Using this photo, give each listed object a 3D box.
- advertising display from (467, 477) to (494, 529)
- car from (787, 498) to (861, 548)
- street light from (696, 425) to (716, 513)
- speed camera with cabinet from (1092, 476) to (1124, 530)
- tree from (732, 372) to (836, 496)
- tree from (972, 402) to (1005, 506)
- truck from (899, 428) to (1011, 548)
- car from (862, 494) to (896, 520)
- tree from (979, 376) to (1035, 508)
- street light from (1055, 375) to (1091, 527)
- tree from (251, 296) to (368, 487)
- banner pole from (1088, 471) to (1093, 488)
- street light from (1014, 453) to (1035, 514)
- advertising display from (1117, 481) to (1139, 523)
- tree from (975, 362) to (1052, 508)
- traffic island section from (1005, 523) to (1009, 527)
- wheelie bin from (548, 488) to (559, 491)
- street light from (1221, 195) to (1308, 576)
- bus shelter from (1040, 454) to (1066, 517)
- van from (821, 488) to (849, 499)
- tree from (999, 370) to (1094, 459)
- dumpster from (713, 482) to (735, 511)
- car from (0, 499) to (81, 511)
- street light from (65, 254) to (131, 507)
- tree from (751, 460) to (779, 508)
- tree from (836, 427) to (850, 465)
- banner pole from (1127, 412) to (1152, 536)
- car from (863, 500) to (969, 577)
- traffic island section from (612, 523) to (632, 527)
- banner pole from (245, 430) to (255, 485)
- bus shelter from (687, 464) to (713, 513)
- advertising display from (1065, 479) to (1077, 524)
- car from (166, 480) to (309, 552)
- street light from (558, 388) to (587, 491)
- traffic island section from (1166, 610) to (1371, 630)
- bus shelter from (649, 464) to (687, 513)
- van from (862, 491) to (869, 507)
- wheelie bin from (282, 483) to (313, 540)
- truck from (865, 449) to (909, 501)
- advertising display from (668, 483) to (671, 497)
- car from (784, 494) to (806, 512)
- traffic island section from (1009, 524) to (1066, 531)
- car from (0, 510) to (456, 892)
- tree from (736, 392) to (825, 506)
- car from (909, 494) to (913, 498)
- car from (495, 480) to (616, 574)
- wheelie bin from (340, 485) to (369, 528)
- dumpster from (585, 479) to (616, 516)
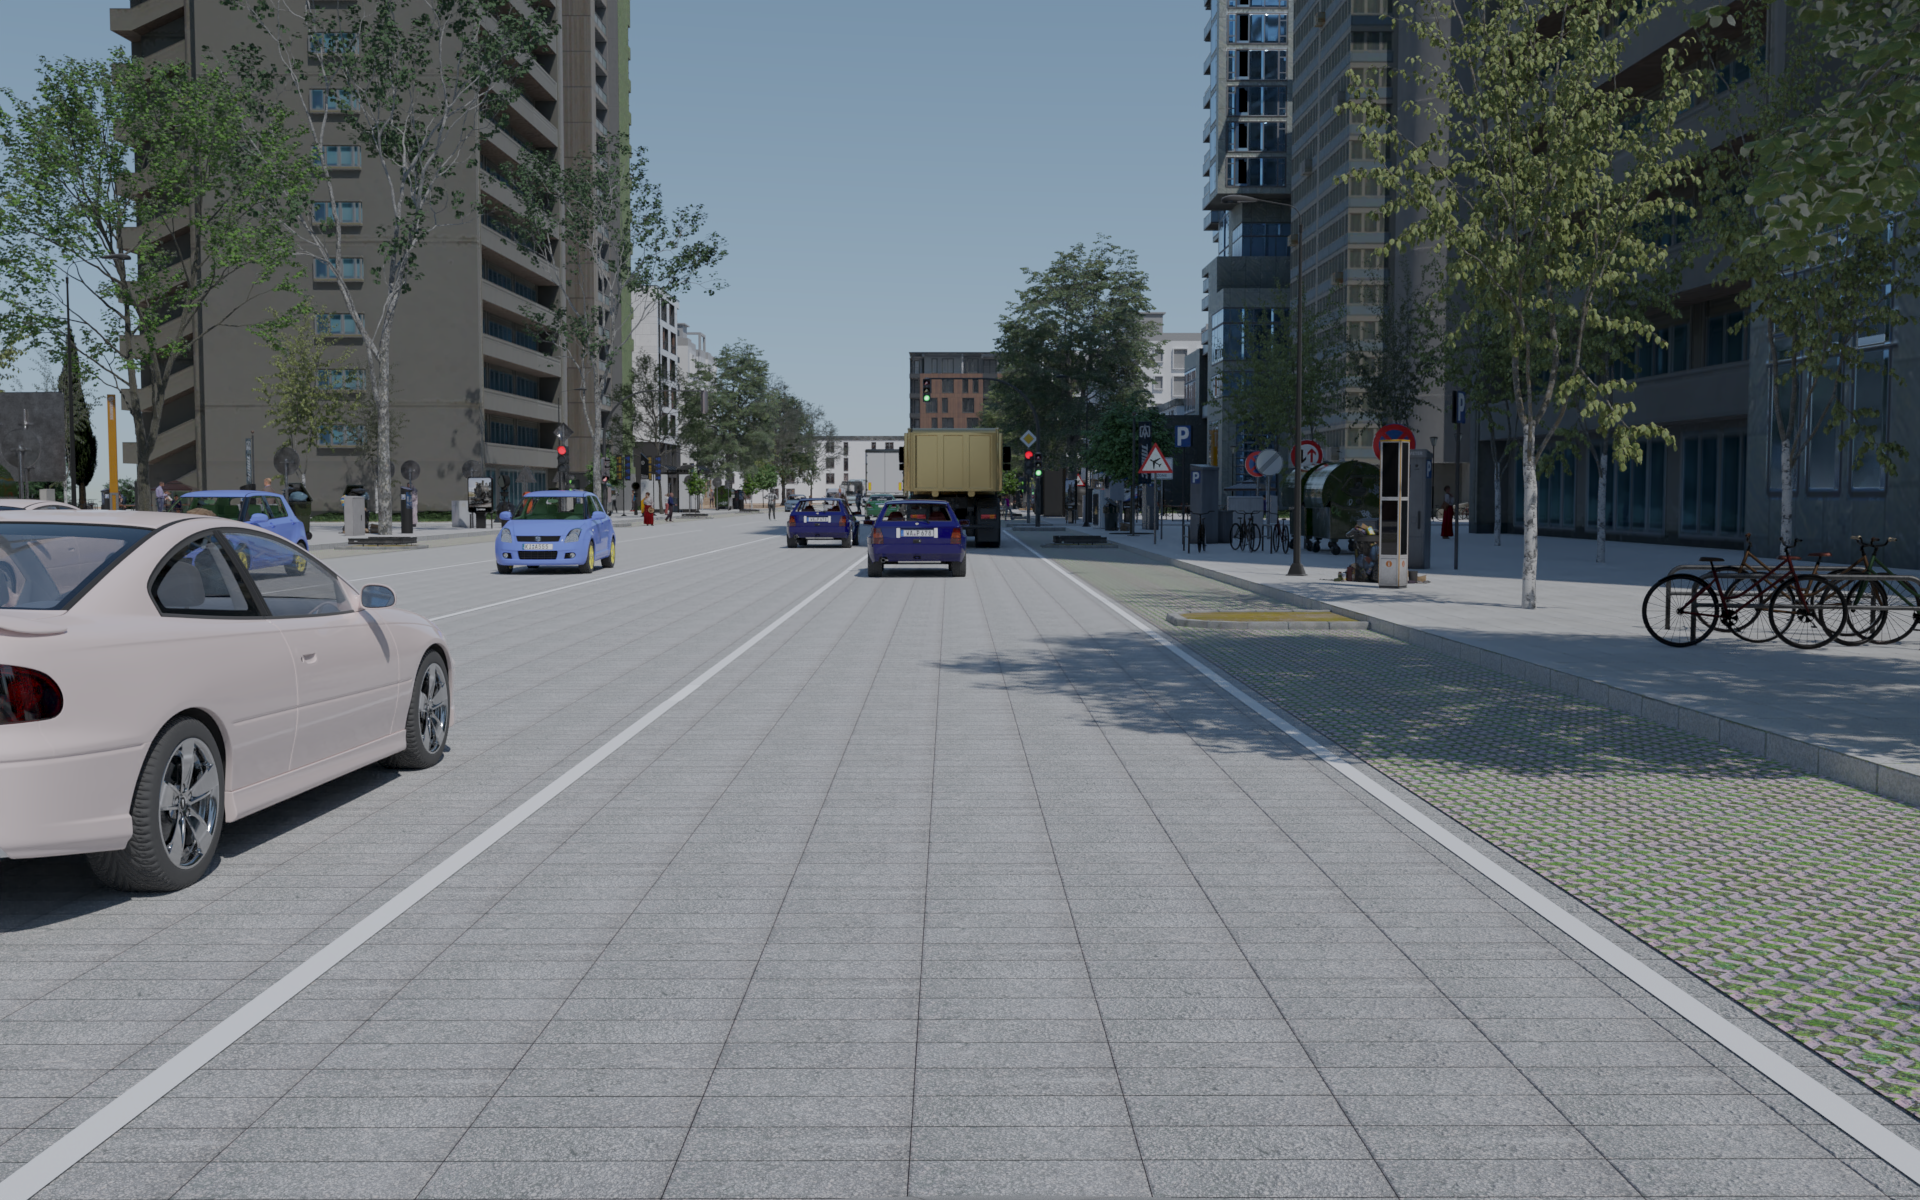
[{"bbox_3d":[-17.796,-3.614,64.307,0.974,1.923,0.123,1,4,11],"label":"advertising display"},{"bbox_3d":[-3.698,-2.119,47.228,1.945,1.354,3.894,0,4,1],"label":"car"},{"bbox_3d":[-17.190,-8.835,116.994,1.470,5.913,1.316,0,4,0],"label":"street light"},{"bbox_3d":[5.402,-4.212,63.197,0.660,3.252,2.038,-1,4,-14],"label":"speed camera with cabinet"},{"bbox_3d":[-18.576,-15.883,170.054,12.009,13.543,11.850,0,3,0],"label":"tree"},{"bbox_3d":[4.703,-16.354,193.145,9.928,11.665,9.643,0,3,0],"label":"tree"},{"bbox_3d":[-0.164,-3.287,49.668,3.469,3.379,9.791,0,4,0],"label":"truck"},{"bbox_3d":[-4.180,-4.959,92.872,2.131,1.459,4.920,0,4,-2],"label":"car"},{"bbox_3d":[5.389,-15.121,164.240,9.611,12.733,9.660,0,3,0],"label":"tree"},{"bbox_3d":[4.417,-5.820,67.695,1.470,5.913,1.316,0,4,0],"label":"street light"},{"bbox_3d":[-24.657,-7.022,65.179,4.737,8.622,4.395,0,3,0],"label":"tree"},{"bbox_3d":[7.485,-6.700,99.556,0.401,3.779,0.863,3,5,39],"label":"banner pole"},{"bbox_3d":[4.259,-8.326,108.666,1.470,5.913,1.316,0,4,0],"label":"street light"},{"bbox_3d":[7.540,-4.435,77.726,0.974,1.923,0.123,2,4,24],"label":"advertising display"},{"bbox_3d":[4.907,-13.666,141.563,7.486,12.596,7.792,0,3,0],"label":"tree"},{"bbox_3d":[3.016,-3.273,75.800,2.009,0.180,2.903,0,4,0],"label":"traffic island section"},{"bbox_3d":[-19.535,-4.634,83.671,0.980,1.594,0.693,-2,4,-27],"label":"wheelie bin"},{"bbox_3d":[4.755,-3.335,27.069,1.470,5.913,1.316,0,4,0],"label":"street light"},{"bbox_3d":[5.089,-6.561,98.563,1.731,3.624,6.357,0,4,0],"label":"bus shelter"},{"bbox_3d":[-8.929,-7.183,124.445,2.013,2.044,4.112,0,4,-2],"label":"van"},{"bbox_3d":[6.130,-11.198,117.491,8.767,10.594,7.601,2,4,30],"label":"tree"},{"bbox_3d":[-18.485,-8.128,135.390,1.502,2.255,1.985,0,4,0],"label":"dumpster"},{"bbox_3d":[-12.161,-0.571,21.706,2.083,1.381,4.827,0,4,-1],"label":"car"},{"bbox_3d":[-16.702,-3.734,33.593,1.470,5.913,1.316,0,4,0],"label":"street light"},{"bbox_3d":[-18.329,-10.862,161.303,4.285,4.588,4.351,0,3,0],"label":"tree"},{"bbox_3d":[-19.429,-19.341,226.592,12.009,13.543,11.850,0,3,0],"label":"tree"},{"bbox_3d":[5.467,-3.823,52.524,0.863,3.779,0.401,3,4,38],"label":"banner pole"},{"bbox_3d":[-0.785,-1.141,31.235,1.945,1.354,3.894,0,4,-2],"label":"car"},{"bbox_3d":[-15.526,-3.267,75.703,2.009,0.180,2.903,0,4,0],"label":"traffic island section"},{"bbox_3d":[-27.940,-4.785,68.249,0.863,3.779,0.401,3,5,42],"label":"banner pole"},{"bbox_3d":[-18.584,-7.764,120.873,2.014,3.302,5.546,0,4,0],"label":"bus shelter"},{"bbox_3d":[4.821,-4.279,75.179,0.123,1.923,0.974,-1,4,-23],"label":"advertising display"},{"bbox_3d":[-12.343,-1.182,28.923,1.945,1.707,3.694,0,4,1],"label":"car"},{"bbox_3d":[-17.001,-6.318,75.838,1.470,5.913,1.316,0,4,0],"label":"street light"},{"bbox_3d":[3.317,0.227,19.153,1.991,0.108,1.994,0,4,0],"label":"traffic island section"},{"bbox_3d":[-20.615,-7.729,120.294,2.014,3.302,5.546,0,4,0],"label":"bus shelter"},{"bbox_3d":[-9.718,-10.998,186.828,2.013,2.044,4.112,0,4,-1],"label":"van"},{"bbox_3d":[-18.499,-2.470,48.290,0.980,1.594,0.693,2,4,35],"label":"wheelie bin"},{"bbox_3d":[-4.674,-7.609,113.313,2.839,4.237,11.283,0,3,0],"label":"truck"},{"bbox_3d":[-17.211,-5.968,102.797,0.123,1.923,0.974,-1,4,-12],"label":"advertising display"},{"bbox_3d":[-13.073,-7.763,138.924,2.014,1.417,4.499,0,4,-1],"label":"car"},{"bbox_3d":[3.059,-2.785,67.815,2.009,0.180,2.903,0,4,0],"label":"traffic island section"},{"bbox_3d":[-3.694,0.290,7.625,2.083,1.381,4.827,0,4,1],"label":"car"},{"bbox_3d":[-19.192,-16.533,187.318,9.611,12.733,9.660,0,3,0],"label":"tree"},{"bbox_3d":[-4.586,-10.425,179.242,1.959,1.807,4.718,0,4,-1],"label":"car"},{"bbox_3d":[-7.508,-1.388,32.282,1.945,1.707,3.694,0,4,-2],"label":"car"},{"bbox_3d":[-20.430,-3.101,58.612,0.693,1.594,0.980,3,4,39],"label":"wheelie bin"},{"bbox_3d":[-20.516,-5.876,98.572,1.502,2.255,1.985,0,4,0],"label":"dumpster"}]
